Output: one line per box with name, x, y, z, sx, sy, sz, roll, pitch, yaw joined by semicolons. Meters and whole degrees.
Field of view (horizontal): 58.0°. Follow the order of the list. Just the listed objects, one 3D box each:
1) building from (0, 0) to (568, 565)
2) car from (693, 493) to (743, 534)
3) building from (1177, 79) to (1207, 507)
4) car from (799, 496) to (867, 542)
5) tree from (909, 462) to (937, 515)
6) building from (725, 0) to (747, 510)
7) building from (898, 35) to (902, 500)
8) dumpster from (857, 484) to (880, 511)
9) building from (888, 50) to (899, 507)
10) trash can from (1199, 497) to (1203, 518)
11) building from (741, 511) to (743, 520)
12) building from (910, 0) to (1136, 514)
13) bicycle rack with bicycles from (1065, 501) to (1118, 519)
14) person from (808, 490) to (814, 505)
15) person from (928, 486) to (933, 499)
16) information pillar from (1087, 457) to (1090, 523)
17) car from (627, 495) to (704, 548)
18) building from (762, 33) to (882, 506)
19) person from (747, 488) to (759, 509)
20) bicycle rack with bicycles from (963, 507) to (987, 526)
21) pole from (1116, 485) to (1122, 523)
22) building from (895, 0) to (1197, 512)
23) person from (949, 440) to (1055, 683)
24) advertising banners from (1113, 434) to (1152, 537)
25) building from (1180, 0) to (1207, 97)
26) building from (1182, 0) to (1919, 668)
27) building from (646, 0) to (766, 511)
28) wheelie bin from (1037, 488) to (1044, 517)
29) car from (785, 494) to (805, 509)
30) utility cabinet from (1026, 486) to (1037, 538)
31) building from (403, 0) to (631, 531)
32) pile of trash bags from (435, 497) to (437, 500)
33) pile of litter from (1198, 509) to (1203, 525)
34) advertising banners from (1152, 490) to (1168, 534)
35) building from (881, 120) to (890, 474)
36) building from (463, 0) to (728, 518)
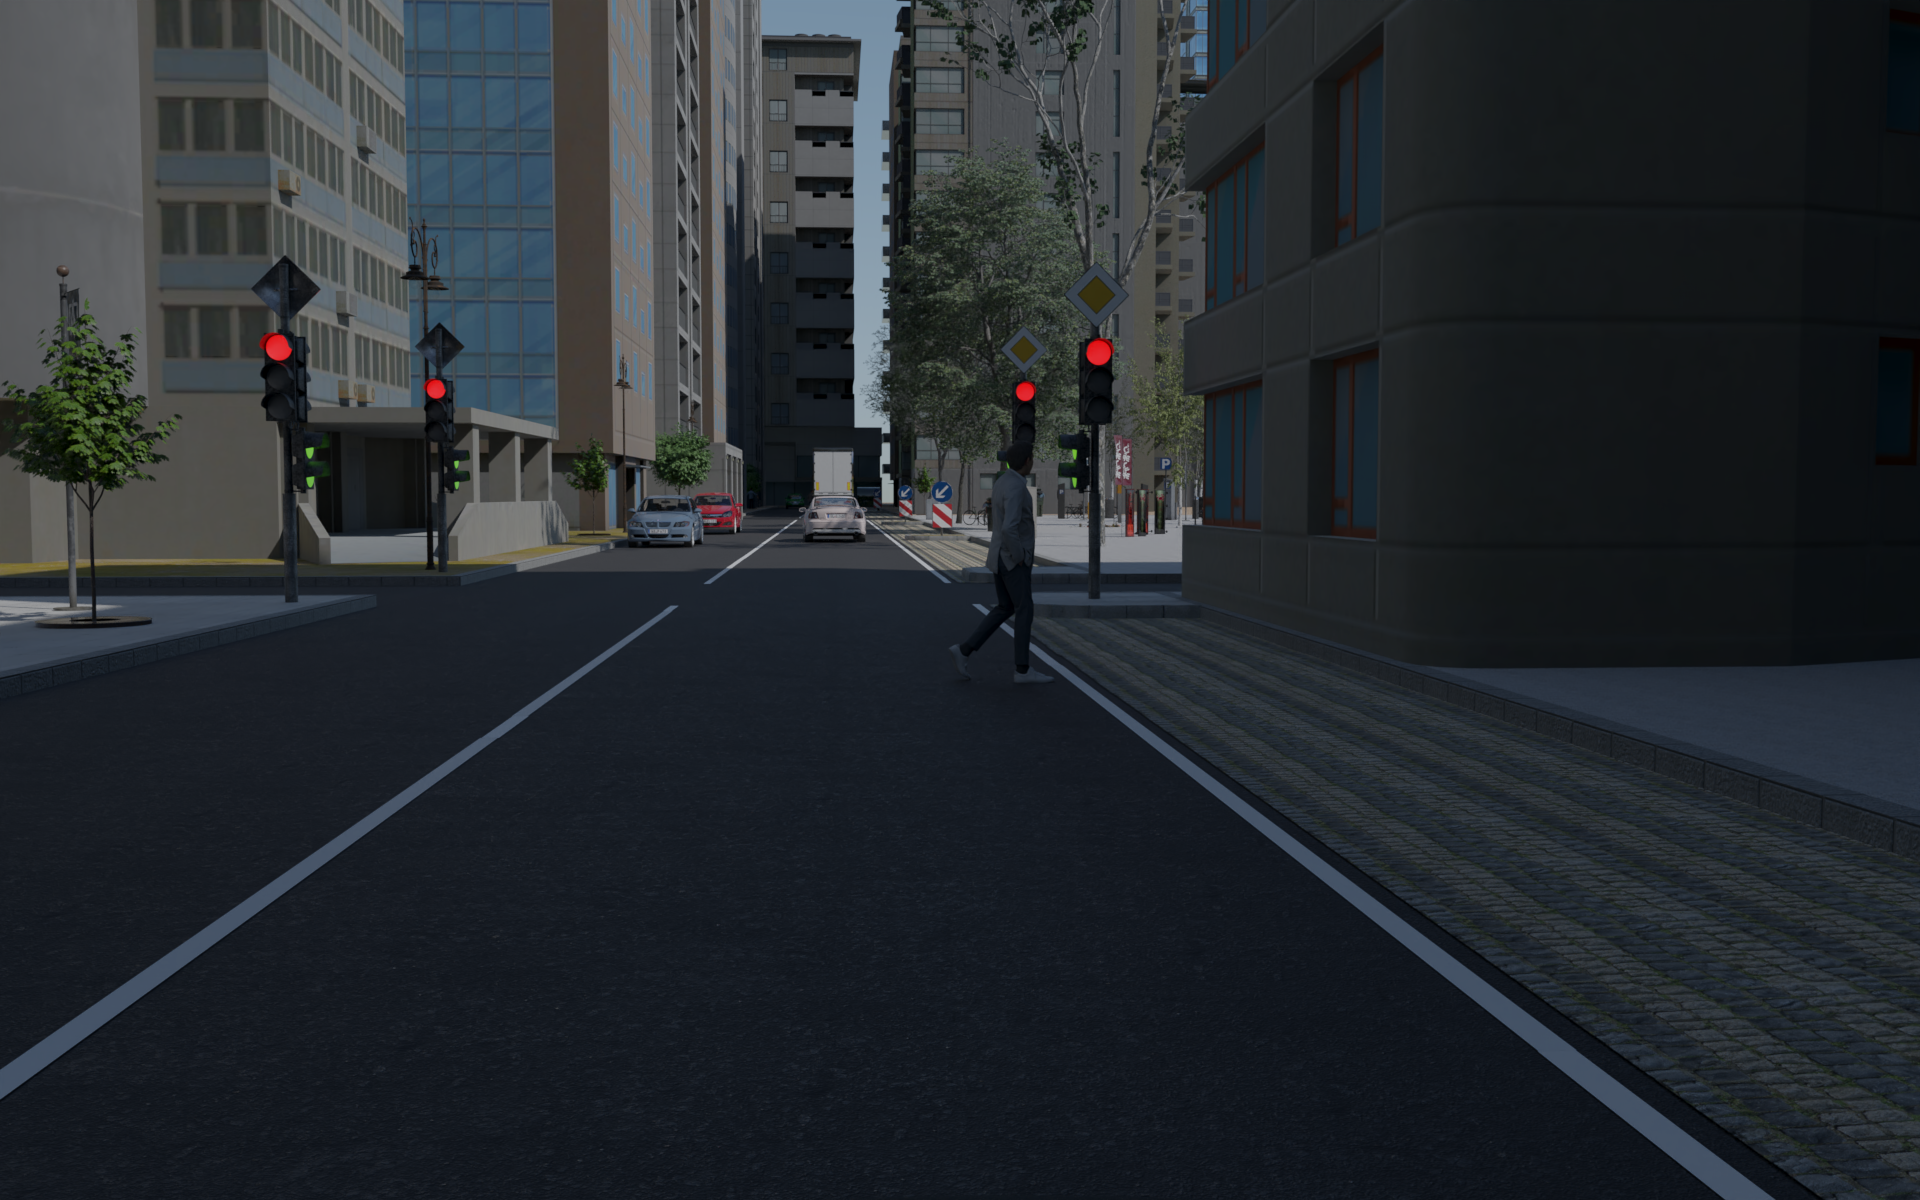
building;-26.184;-21.150;37.691;32.217;40.220;23.993;0;4;-4
car;-8.924;-3.286;62.761;2.155;1.783;4.494;0;4;-3
building;19.984;-29.975;173.685;14.086;41.232;14.154;0;4;-4
car;-3.868;-2.487;53.027;2.083;1.381;4.827;0;4;-6
tree;-2.134;-6.805;105.863;1.663;3.219;1.824;0;3;0
building;-27.473;-35.959;129.935;21.231;58.520;28.212;0;4;-4
building;1.335;-29.074;158.947;14.154;41.232;14.086;0;4;-4
dumpster;-7.635;-8.553;144.794;1.985;2.255;1.502;0;4;-3
building;0.075;-31.985;173.060;14.600;45.320;14.200;0;4;-4
trash can;13.146;-5.031;93.914;0.748;1.137;0.748;0;3;0
building;-22.023;-39.837;89.592;20.563;71.187;20.611;0;4;-4
building;3.672;-26.381;114.923;14.154;41.232;14.086;0;4;-4
bicycle rack with bicycles;6.624;-4.716;90.489;2.925;0.926;2.852;1;4;23
person;-11.422;-7.689;134.744;0.750;1.759;0.617;-2;4;-34
person;-1.792;-5.895;102.704;0.573;1.790;0.520;-2;4;-25
information pillar;5.879;-5.209;76.528;0.504;3.616;0.183;1;4;10
car;-8.095;-2.193;47.863;2.014;1.417;4.499;0;4;-3
building;-23.126;-37.360;200.068;27.495;52.752;28.713;0;4;-4
person;-17.768;-8.658;147.581;1.348;1.826;0.705;1;4;16
bicycle rack with bicycles;1.567;-3.537;71.210;2.925;0.926;2.852;0;4;-6
pole;7.071;-5.068;76.709;0.158;3.312;0.155;0;3;0
building;6.156;-29.490;136.789;22.147;44.769;28.867;0;4;-4
person;0.319;-0.296;13.188;0.795;1.843;0.661;0;4;-6
advertising banners;5.089;-3.394;51.687;0.090;3.025;2.074;2;4;35
building;37.443;-54.270;199.985;31.000;86.520;22.319;0;4;-4
building;17.607;-9.941;7.582;27.650;21.520;28.899;0;4;-4
building;-29.726;-44.561;166.818;20.611;71.187;20.563;0;4;-4
wheelie bin;4.351;-5.499;97.815;0.980;1.594;0.693;-2;4;-35
car;-15.890;-9.657;166.685;1.959;1.807;4.718;0;4;-6
utility cabinet;2.011;-2.525;49.962;0.318;1.500;1.173;0;4;-4
building;-19.369;-25.385;65.150;14.600;45.320;14.200;0;4;-4
pile of trash bags;-17.367;-2.812;55.732;1.912;1.369;3.447;0;4;6
pile of litter;7.806;-2.448;53.982;1.176;0.858;1.719;-3;5;-40
advertising banners;5.803;-3.583;54.766;2.074;3.025;0.090;-3;4;-37
building;6.169;-35.518;200.333;30.456;49.044;23.786;0;4;-4
building;-22.144;-28.084;109.290;14.600;45.320;14.200;0;4;-4
